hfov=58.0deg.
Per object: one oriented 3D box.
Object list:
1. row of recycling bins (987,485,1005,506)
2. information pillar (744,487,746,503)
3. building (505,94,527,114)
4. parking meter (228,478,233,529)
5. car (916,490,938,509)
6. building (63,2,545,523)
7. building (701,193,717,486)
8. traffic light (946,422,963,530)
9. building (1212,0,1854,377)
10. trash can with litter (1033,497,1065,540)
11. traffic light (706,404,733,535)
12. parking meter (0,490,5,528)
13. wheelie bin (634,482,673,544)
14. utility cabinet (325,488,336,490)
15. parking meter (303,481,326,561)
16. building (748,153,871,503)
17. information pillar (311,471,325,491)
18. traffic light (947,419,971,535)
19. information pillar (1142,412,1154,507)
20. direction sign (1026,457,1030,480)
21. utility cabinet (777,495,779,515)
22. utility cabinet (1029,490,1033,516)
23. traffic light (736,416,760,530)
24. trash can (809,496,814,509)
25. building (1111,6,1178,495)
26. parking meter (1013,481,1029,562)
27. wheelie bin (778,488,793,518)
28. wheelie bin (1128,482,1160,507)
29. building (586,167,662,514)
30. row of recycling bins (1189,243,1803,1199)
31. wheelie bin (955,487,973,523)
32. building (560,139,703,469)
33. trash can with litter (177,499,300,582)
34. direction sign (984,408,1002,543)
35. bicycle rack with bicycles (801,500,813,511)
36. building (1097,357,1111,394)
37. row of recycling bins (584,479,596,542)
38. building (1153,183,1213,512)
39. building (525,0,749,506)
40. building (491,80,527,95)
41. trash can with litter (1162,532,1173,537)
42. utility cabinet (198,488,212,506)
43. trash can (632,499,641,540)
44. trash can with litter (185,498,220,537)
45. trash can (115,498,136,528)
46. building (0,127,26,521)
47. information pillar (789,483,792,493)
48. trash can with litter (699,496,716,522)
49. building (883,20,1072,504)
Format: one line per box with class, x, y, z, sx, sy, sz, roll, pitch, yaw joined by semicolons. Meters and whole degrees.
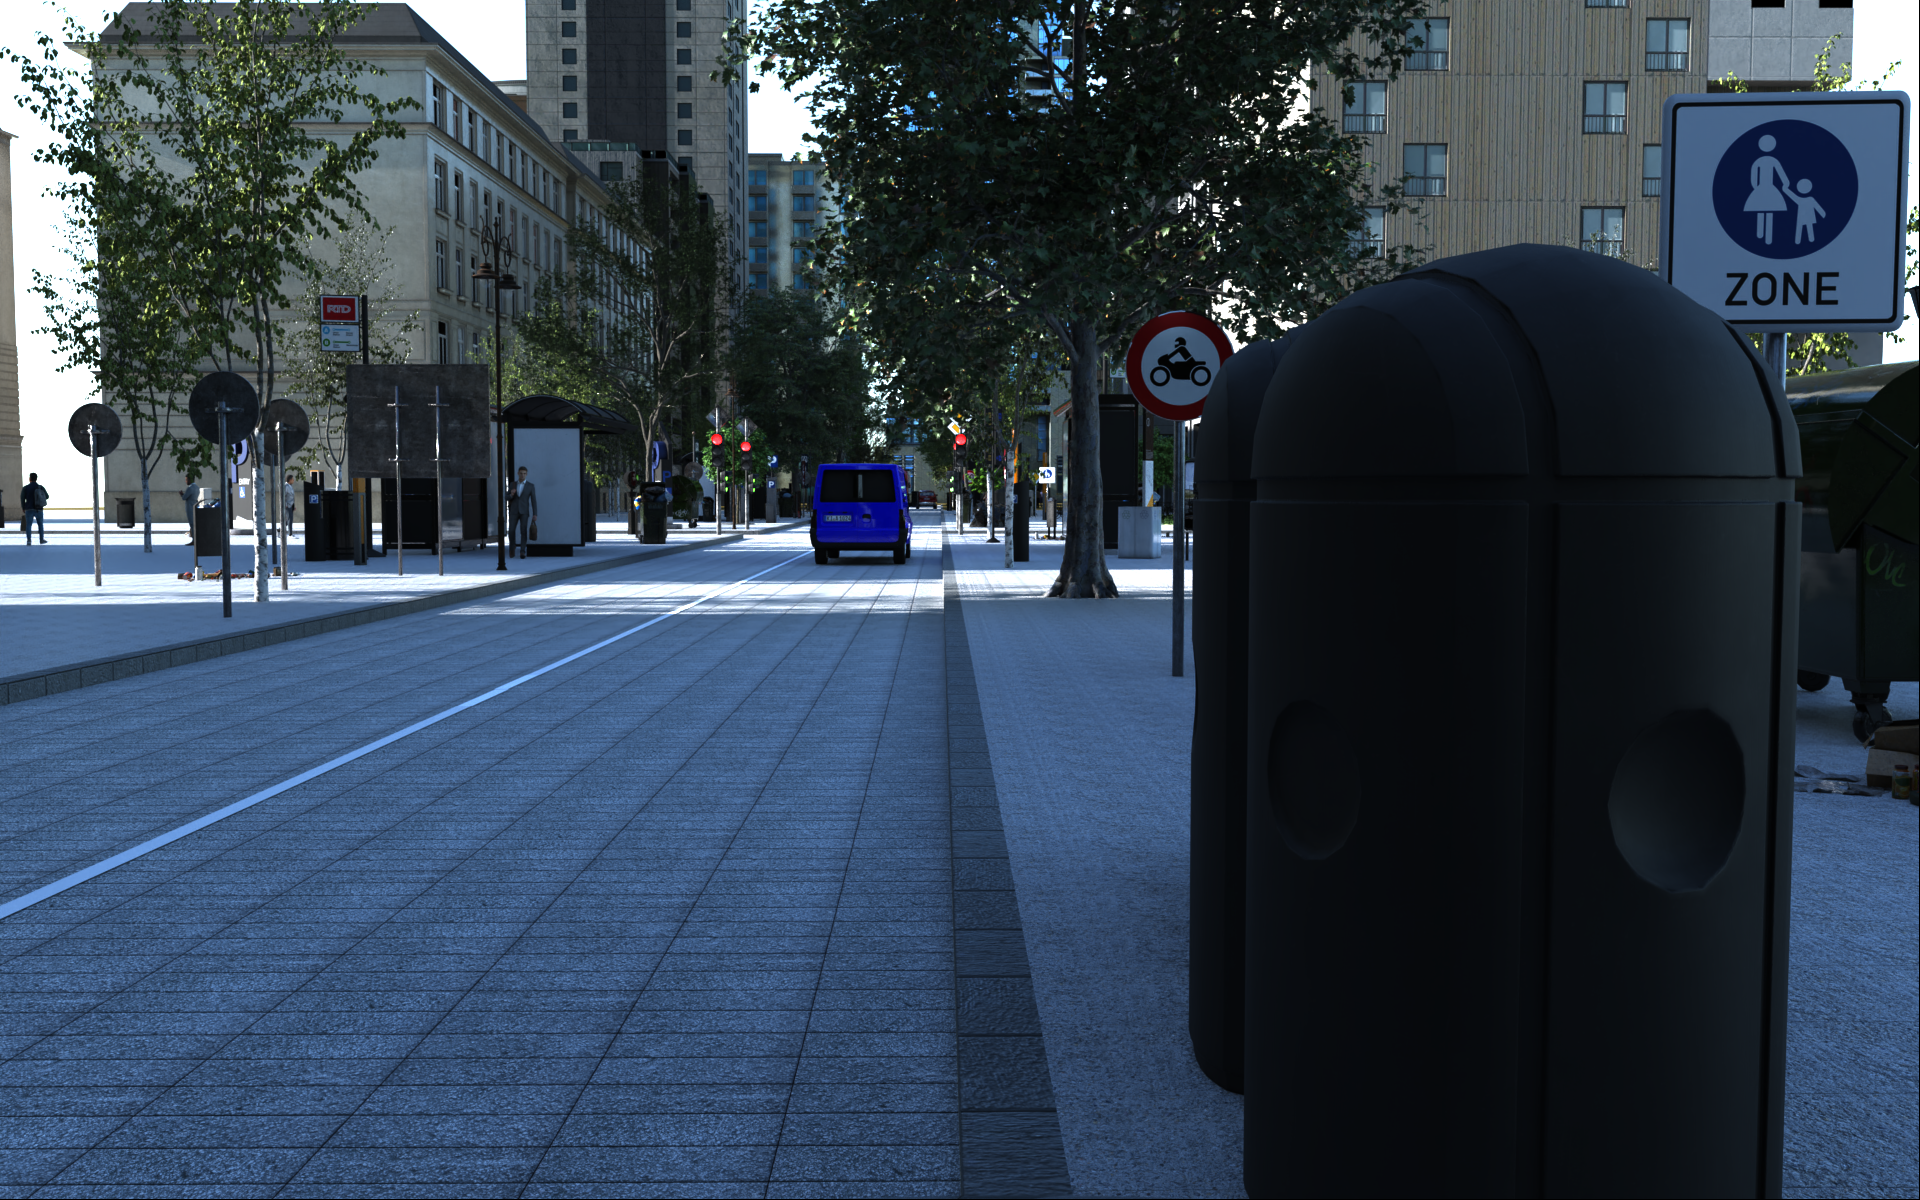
row of recycling bins;1.943;-4.050;73.333;1.069;1.692;3.534;1;4;16
information pillar;-10.095;-4.631;80.206;0.304;2.012;0.304;-1;4;-17
building;-51.522;-33.091;191.148;14.200;45.320;14.600;0;4;-1
parking meter;-25.673;-3.395;61.216;0.399;1.863;0.255;-1;4;-23
car;-3.282;-9.785;168.665;2.281;1.827;5.304;0;4;-2
building;-30.707;-15.709;90.128;16.112;22.955;30.059;0;4;-1
building;-30.334;-23.695;159.121;14.160;30.474;14.107;0;4;-1
traffic light;-0.085;-4.493;62.384;0.839;4.253;0.868;0;4;-1
building;27.973;-30.522;88.268;27.495;52.752;28.713;0;4;-1
trash can with litter;2.609;-2.304;48.722;1.678;1.210;2.233;-1;4;-16
traffic light;-7.555;-3.999;54.298;0.839;4.253;0.868;0;4;-1
parking meter;-36.200;-3.473;65.191;0.372;1.533;0.369;0;3;0
wheelie bin;-7.848;-2.238;44.493;0.980;1.594;0.693;-1;4;-19
utility cabinet;-22.638;-3.294;62.541;0.318;1.500;1.173;0;4;-7
parking meter;-12.330;-1.510;33.097;0.372;1.533;0.369;0;3;0
building;-27.875;-38.308;245.947;30.456;49.044;23.786;0;4;-1
information pillar;-20.041;-3.033;54.085;0.304;2.012;0.304;1;4;18
traffic light;0.005;-4.005;54.399;0.839;4.253;0.868;0;4;-1
information pillar;4.664;-3.160;43.027;0.183;3.616;0.504;2;4;30
direction sign;4.202;-7.040;107.096;0.379;3.537;0.876;1;4;14
utility cabinet;-11.028;-5.832;106.514;1.020;1.237;0.306;0;4;4
utility cabinet;3.557;-5.472;98.140;1.173;1.500;0.318;-1;4;-20
traffic light;-7.646;-4.487;62.283;0.839;4.253;0.868;0;4;-1
trash can;-11.380;-7.492;134.145;0.748;1.137;0.748;0;3;0
building;24.221;-37.567;156.216;21.231;58.520;28.212;0;4;-1
parking meter;1.130;-1.502;32.972;0.372;1.533;0.369;0;3;0
wheelie bin;-9.545;-5.311;94.747;0.980;1.594;0.693;3;5;44
wheelie bin;4.789;-2.305;45.592;0.980;1.594;0.693;0;4;-1
building;-30.887;-17.563;120.434;16.112;22.955;30.059;0;4;-1
row of recycling bins;1.070;0.173;4.292;1.069;1.692;3.534;0;4;7
wheelie bin;0.183;-4.194;76.478;0.693;1.594;0.980;1;4;13
building;-29.927;-22.834;145.044;14.160;30.474;14.107;0;4;-1
trash can with litter;-11.018;-0.944;26.485;1.678;1.210;2.233;3;4;38
direction sign;0.878;-3.285;45.712;0.379;3.537;0.876;2;4;31
bicycle rack with bicycles;-10.701;-7.132;129.985;2.925;0.926;2.852;0;4;-7
building;19.854;-24.876;178.417;14.160;30.474;14.107;0;4;-1
row of recycling bins;-10.641;-2.334;45.270;1.069;1.692;3.534;1;4;16
building;24.664;-41.720;120.377;20.563;71.187;20.611;0;4;-1
building;-34.081;-45.814;187.313;20.611;71.187;20.563;0;4;-1
building;-57.190;-42.926;243.843;28.212;58.520;21.231;0;4;-1
trash can with litter;5.558;-2.491;51.781;2.233;1.210;1.678;0;4;5
utility cabinet;-27.682;-3.351;63.463;0.318;1.500;1.173;-2;4;-34
trash can;-8.688;-2.222;47.985;0.748;1.137;0.748;0;3;0
trash can with litter;-22.514;-2.461;51.619;1.055;1.170;0.624;-2;4;-34
trash can;-31.224;-3.251;64.815;0.748;1.137;0.748;0;3;0
building;-54.463;-14.065;79.117;18.267;20.994;9.793;0;4;-1
information pillar;-11.108;-6.729;114.508;0.304;2.012;0.304;3;4;38
trash can with litter;-11.647;-4.206;80.152;0.624;1.170;1.055;0;4;7
building;3.772;-56.956;243.897;31.000;86.520;22.319;0;4;-1
